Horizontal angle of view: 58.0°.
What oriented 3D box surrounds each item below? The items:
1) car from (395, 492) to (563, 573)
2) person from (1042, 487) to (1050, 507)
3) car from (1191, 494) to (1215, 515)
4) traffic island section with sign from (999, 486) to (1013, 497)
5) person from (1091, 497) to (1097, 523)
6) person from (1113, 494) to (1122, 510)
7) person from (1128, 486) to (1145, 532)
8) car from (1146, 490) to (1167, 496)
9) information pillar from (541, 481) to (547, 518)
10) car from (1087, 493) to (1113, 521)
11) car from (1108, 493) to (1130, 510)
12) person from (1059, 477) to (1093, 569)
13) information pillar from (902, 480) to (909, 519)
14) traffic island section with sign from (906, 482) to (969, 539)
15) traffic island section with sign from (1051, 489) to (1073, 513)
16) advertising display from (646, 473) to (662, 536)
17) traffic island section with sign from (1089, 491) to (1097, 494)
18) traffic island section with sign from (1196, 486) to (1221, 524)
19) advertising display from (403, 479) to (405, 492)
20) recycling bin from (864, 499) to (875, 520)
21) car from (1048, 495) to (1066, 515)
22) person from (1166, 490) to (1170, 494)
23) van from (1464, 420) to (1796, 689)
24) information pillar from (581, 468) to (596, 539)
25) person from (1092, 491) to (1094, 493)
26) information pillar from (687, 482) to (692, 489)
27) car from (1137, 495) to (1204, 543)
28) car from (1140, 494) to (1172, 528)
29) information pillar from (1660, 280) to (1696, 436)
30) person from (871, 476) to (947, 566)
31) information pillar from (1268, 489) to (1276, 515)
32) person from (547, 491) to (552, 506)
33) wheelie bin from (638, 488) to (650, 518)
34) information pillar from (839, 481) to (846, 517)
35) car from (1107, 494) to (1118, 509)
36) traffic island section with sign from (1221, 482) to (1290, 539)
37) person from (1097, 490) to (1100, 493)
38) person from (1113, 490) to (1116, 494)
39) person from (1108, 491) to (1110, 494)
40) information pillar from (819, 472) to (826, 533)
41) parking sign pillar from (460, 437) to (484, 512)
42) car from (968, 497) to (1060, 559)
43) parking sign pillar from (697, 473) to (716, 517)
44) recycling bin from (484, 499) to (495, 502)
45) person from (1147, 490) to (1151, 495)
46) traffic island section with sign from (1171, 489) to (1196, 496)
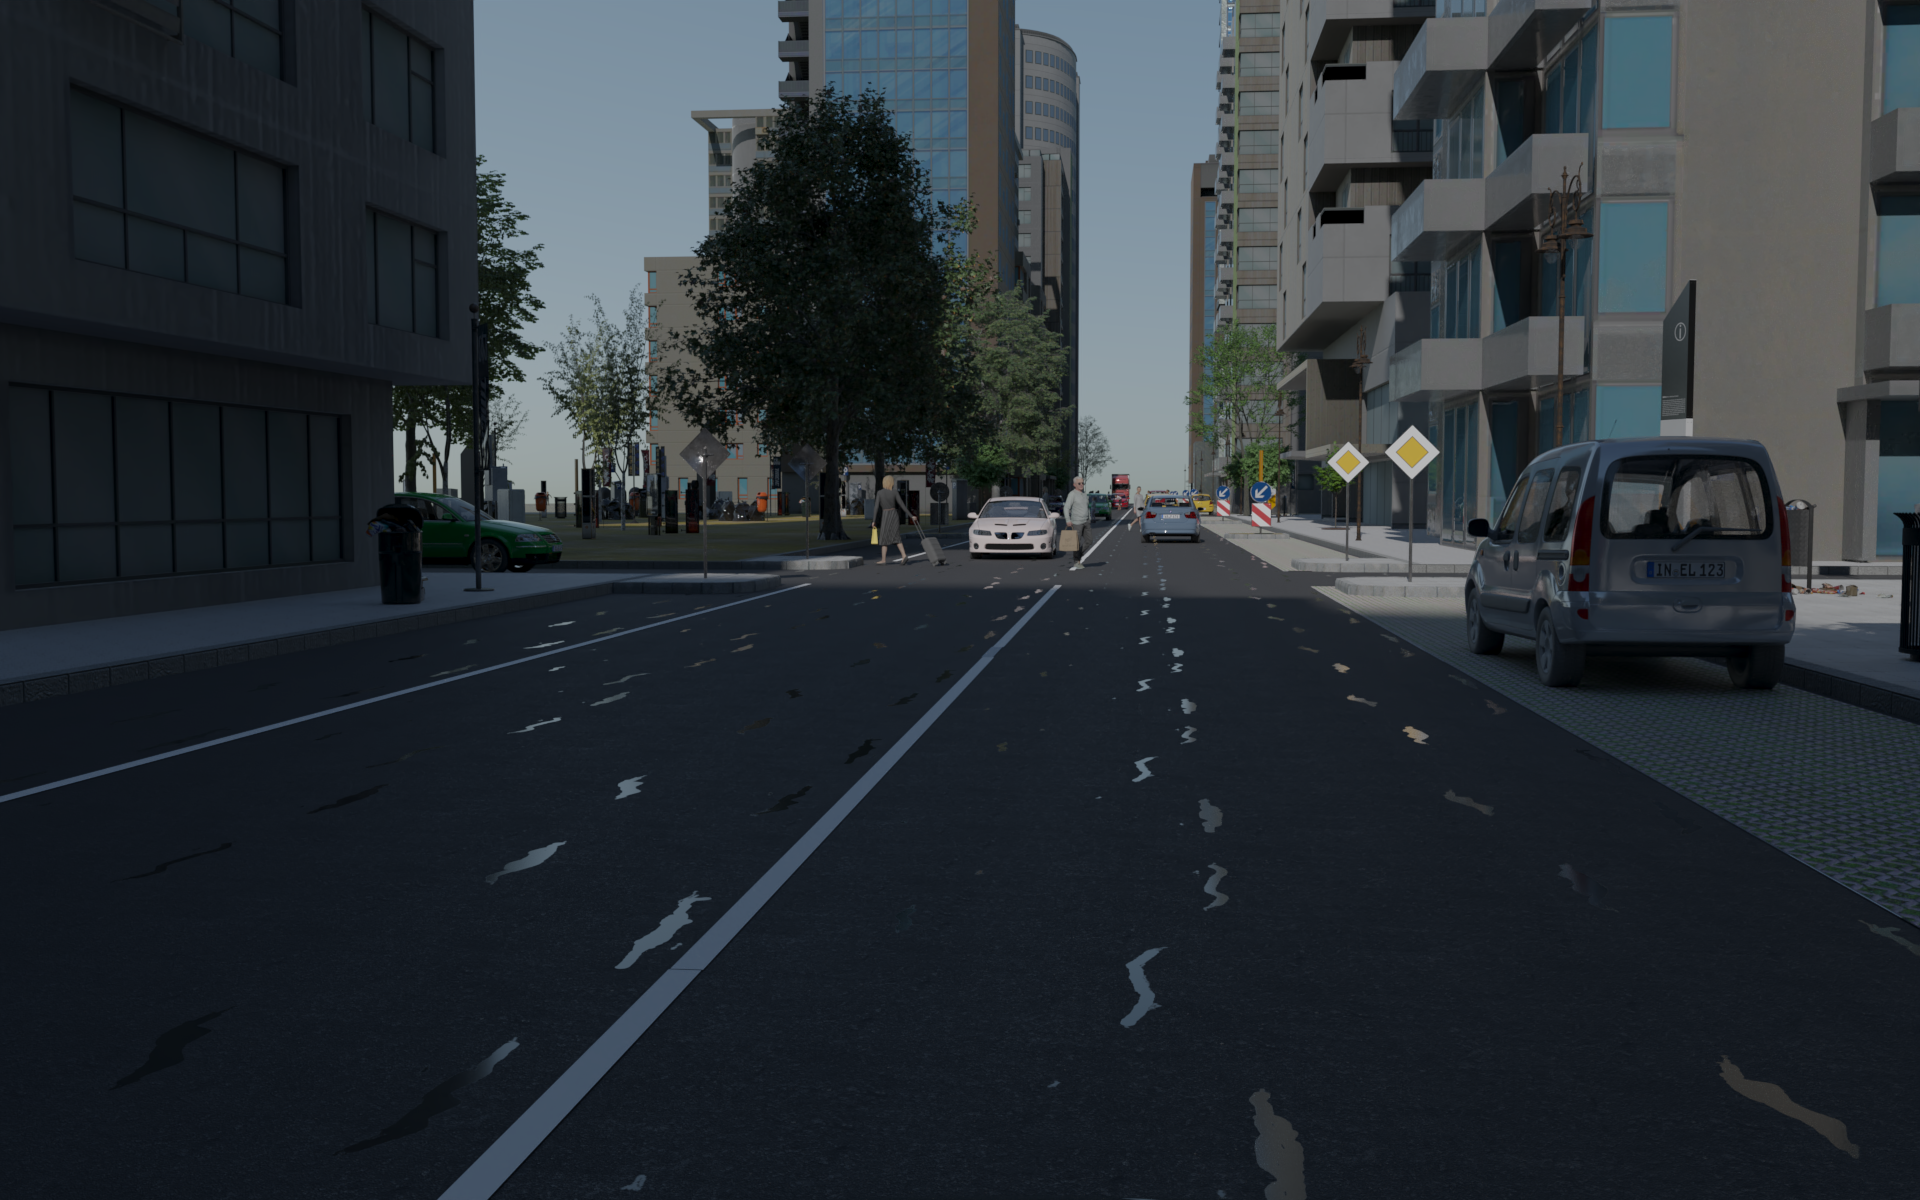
[{"bbox_3d":[-9.464,-1.350,30.869,4.718,1.807,1.959,0,4,5],"label":"car"},{"bbox_3d":[4.301,-4.765,86.592,0.728,1.800,0.709,0,4,-5],"label":"person"},{"bbox_3d":[16.529,-6.658,119.080,2.015,1.641,3.980,0,4,5],"label":"car"},{"bbox_3d":[2.275,-4.604,83.902,1.989,1.847,2.006,0,4,6],"label":"traffic island section with sign"},{"bbox_3d":[6.582,-4.468,85.826,0.394,1.301,0.425,1,4,12],"label":"person"},{"bbox_3d":[13.944,-8.640,152.959,0.628,1.438,0.799,1,4,22],"label":"person"},{"bbox_3d":[6.765,-3.469,65.965,0.760,1.731,0.466,1,4,16],"label":"person"},{"bbox_3d":[18.488,-9.368,161.838,2.281,1.827,5.304,0,4,6],"label":"car"},{"bbox_3d":[-22.598,-5.477,94.040,0.304,2.012,0.304,-1,4,-13],"label":"information pillar"},{"bbox_3d":[7.380,-5.255,94.714,1.959,1.807,4.718,0,4,6],"label":"car"},{"bbox_3d":[14.806,-9.348,161.872,2.155,1.783,4.494,0,4,5],"label":"car"},{"bbox_3d":[2.204,-1.483,33.233,0.515,1.767,0.782,3,5,42],"label":"person"},{"bbox_3d":[-2.819,-5.205,89.592,0.304,2.012,0.304,2,4,25],"label":"information pillar"},{"bbox_3d":[-0.652,-2.933,56.586,1.989,1.847,2.006,0,4,6],"label":"traffic island section with sign"},{"bbox_3d":[7.594,-7.636,133.470,1.989,1.847,2.006,0,4,6],"label":"traffic island section with sign"},{"bbox_3d":[-9.535,-2.981,53.958,0.123,1.923,0.974,-2,4,-32],"label":"advertising display"},{"bbox_3d":[19.321,-14.316,242.694,1.989,1.847,2.006,0,4,6],"label":"traffic island section with sign"},{"bbox_3d":[12.408,-4.523,82.572,1.989,1.847,2.006,0,4,6],"label":"traffic island section with sign"},{"bbox_3d":[-24.026,-4.305,75.607,0.123,1.923,0.974,-3,5,-44],"label":"advertising display"},{"bbox_3d":[-4.373,-4.553,86.987,0.722,1.027,0.722,1,4,11],"label":"recycling bin"},{"bbox_3d":[6.387,-6.540,119.505,1.945,1.354,3.894,0,4,6],"label":"car"},{"bbox_3d":[13.238,-6.224,111.079,0.721,1.723,1.217,-3,4,-38],"label":"person"},{"bbox_3d":[5.269,-0.432,14.082,2.013,2.044,4.112,0,4,5],"label":"van"},{"bbox_3d":[-10.606,-2.750,49.449,0.304,2.012,0.304,1,4,12],"label":"information pillar"},{"bbox_3d":[12.401,-9.451,163.472,0.683,1.767,0.568,0,4,-7],"label":"person"},{"bbox_3d":[-16.859,-6.346,108.254,0.304,2.012,0.304,1,4,13],"label":"information pillar"},{"bbox_3d":[6.326,-2.449,52.044,2.014,1.417,4.499,0,4,7],"label":"car"},{"bbox_3d":[8.412,-3.828,72.818,2.015,1.641,3.980,0,4,5],"label":"car"},{"bbox_3d":[7.954,-1.704,19.219,0.183,3.616,0.504,-1,4,-12],"label":"information pillar"},{"bbox_3d":[-1.077,-1.584,34.622,1.509,1.804,0.699,2,4,27],"label":"person"},{"bbox_3d":[18.975,-6.981,105.487,0.504,3.616,0.183,0,4,-8],"label":"information pillar"},{"bbox_3d":[-46.600,-11.392,195.577,1.217,1.723,0.721,1,4,13],"label":"person"},{"bbox_3d":[-17.042,-5.250,93.742,0.980,1.594,0.693,-1,4,-20],"label":"wheelie bin"},{"bbox_3d":[-6.572,-5.651,96.886,0.304,2.012,0.304,-2,4,-29],"label":"information pillar"},{"bbox_3d":[14.675,-9.661,169.952,2.014,1.417,4.499,0,4,7],"label":"car"},{"bbox_3d":[9.527,-2.880,55.717,1.989,1.847,2.006,0,4,6],"label":"traffic island section with sign"},{"bbox_3d":[13.865,-10.119,173.941,0.705,1.824,1.348,-2,4,-23],"label":"person"},{"bbox_3d":[18.422,-12.176,207.212,1.348,1.869,0.705,2,4,29],"label":"person"},{"bbox_3d":[16.622,-11.235,192.894,1.217,1.736,0.721,3,4,38],"label":"person"},{"bbox_3d":[-4.432,-3.193,56.694,0.304,2.012,0.304,1,4,10],"label":"information pillar"},{"bbox_3d":[-22.058,-5.494,78.307,1.447,3.967,1.447,3,5,44],"label":"parking sign pillar"},{"bbox_3d":[1.259,-1.673,39.708,2.083,1.381,4.827,0,4,5],"label":"car"},{"bbox_3d":[-14.044,-6.568,95.852,1.447,3.967,1.447,-3,5,-42],"label":"parking sign pillar"},{"bbox_3d":[-26.851,-5.274,98.787,0.722,1.027,0.722,-3,5,-42],"label":"recycling bin"},{"bbox_3d":[15.482,-8.178,142.992,0.721,1.735,1.217,-1,4,-14],"label":"person"},{"bbox_3d":[20.679,-9.229,159.521,1.989,1.847,2.006,0,4,6],"label":"traffic island section with sign"}]
